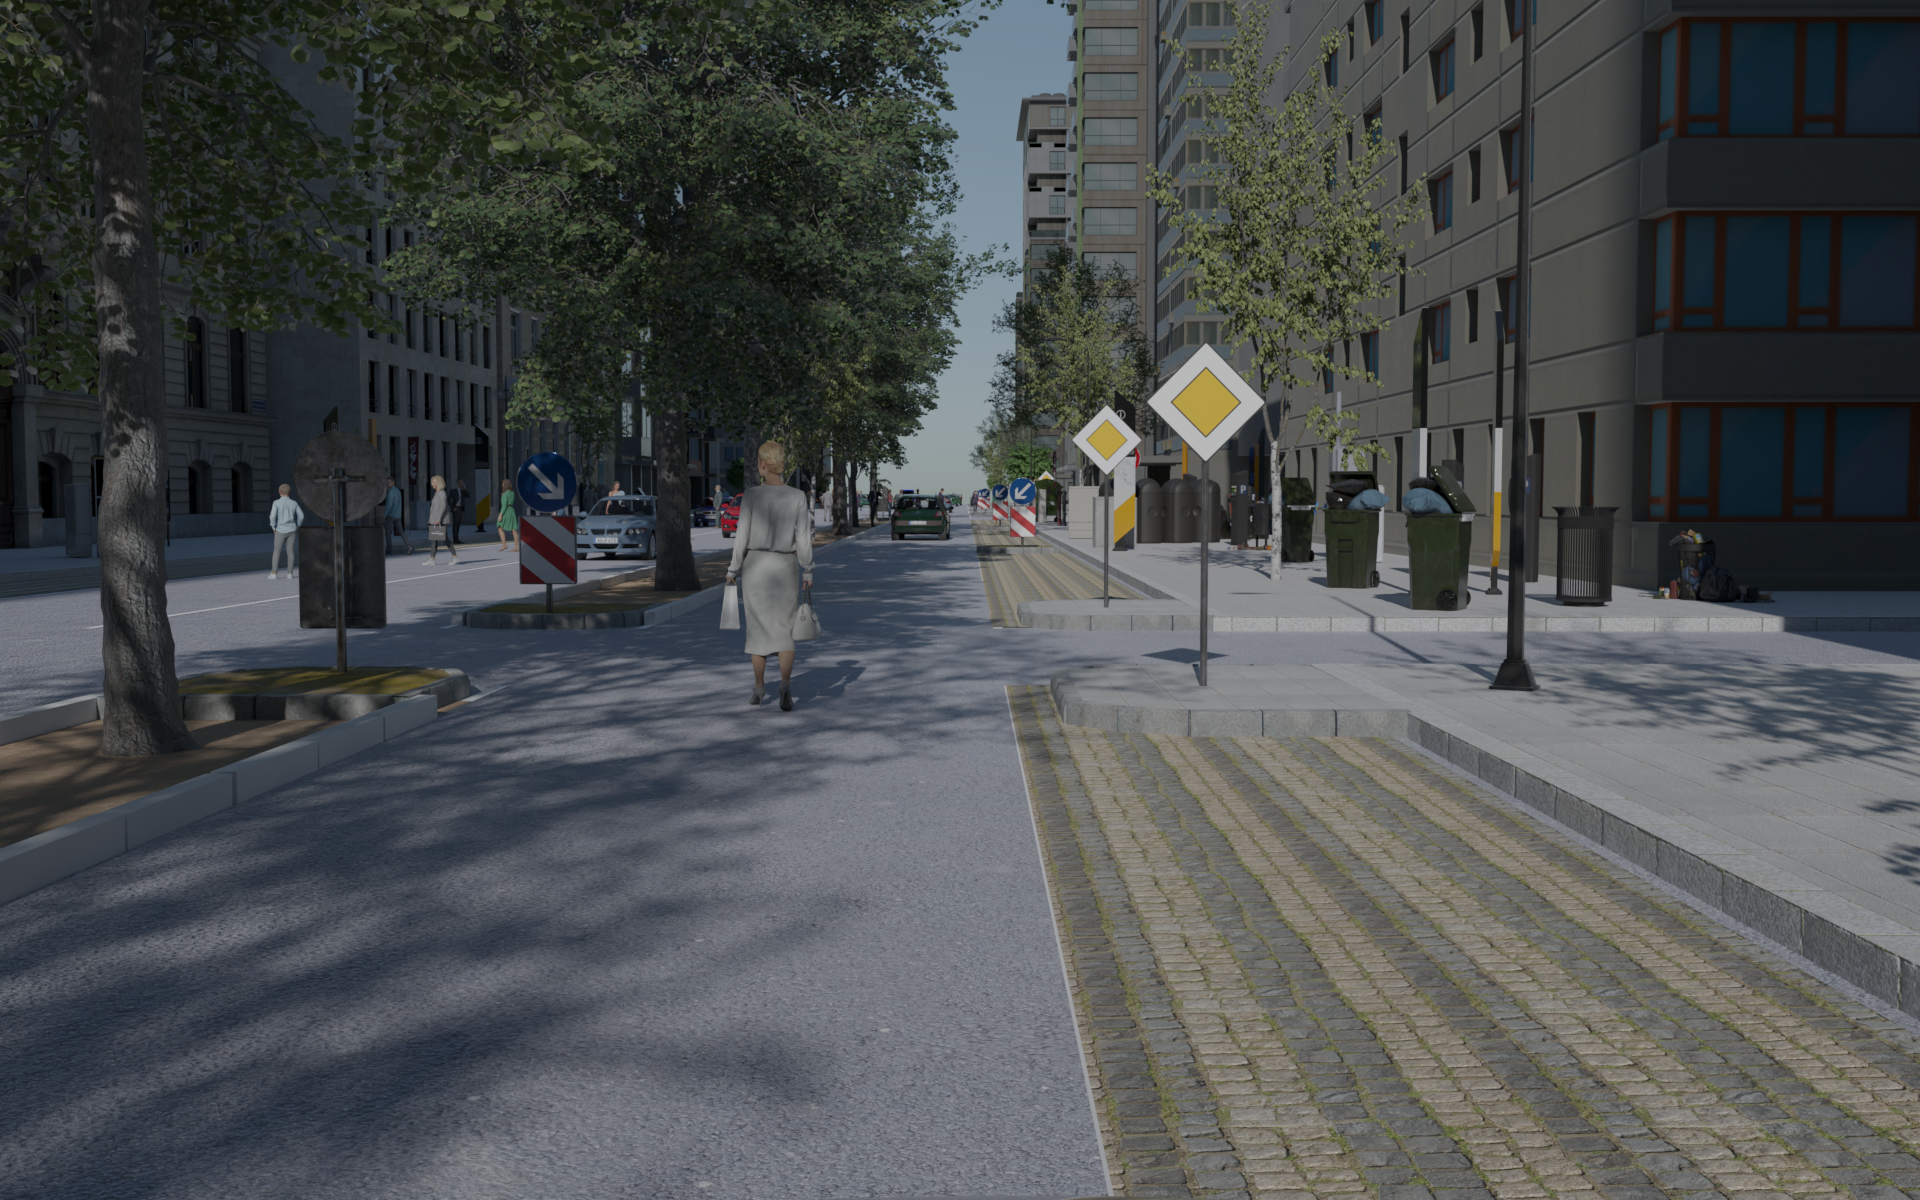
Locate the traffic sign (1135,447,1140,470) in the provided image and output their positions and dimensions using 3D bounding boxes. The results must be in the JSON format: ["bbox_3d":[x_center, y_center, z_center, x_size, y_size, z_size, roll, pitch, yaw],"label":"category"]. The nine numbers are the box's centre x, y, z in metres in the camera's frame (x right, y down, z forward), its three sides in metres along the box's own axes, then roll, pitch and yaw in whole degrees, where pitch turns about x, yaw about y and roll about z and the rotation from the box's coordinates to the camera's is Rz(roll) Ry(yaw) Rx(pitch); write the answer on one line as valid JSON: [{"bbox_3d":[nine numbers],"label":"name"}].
[{"bbox_3d":[4.120,-2.642,43.305,0.768,2.556,0.104,0,4,6],"label":"traffic sign"}]

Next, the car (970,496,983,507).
[{"bbox_3d":[2.044,-11.440,196.829,2.009,1.686,4.222,0,4,2],"label":"car"}]

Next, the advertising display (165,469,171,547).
[{"bbox_3d":[-19.726,-2.256,42.094,0.974,1.923,0.123,-2,4,-32],"label":"advertising display"}]

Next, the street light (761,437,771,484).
[{"bbox_3d":[-15.447,-10.220,139.633,1.470,5.913,1.316,0,4,0],"label":"street light"}]

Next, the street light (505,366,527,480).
[{"bbox_3d":[-15.747,-5.486,62.244,1.470,5.913,1.316,0,4,0],"label":"street light"}]

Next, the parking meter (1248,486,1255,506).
[{"bbox_3d":[8.809,-2.717,52.829,0.372,1.533,0.369,0,3,0],"label":"parking meter"}]

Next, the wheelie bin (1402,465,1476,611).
[{"bbox_3d":[5.304,-0.693,19.237,0.693,1.594,0.980,2,4,30],"label":"wheelie bin"}]

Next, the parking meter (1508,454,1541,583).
[{"bbox_3d":[8.212,-1.193,25.223,0.399,1.863,0.255,3,4,37],"label":"parking meter"}]

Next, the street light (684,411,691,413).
[{"bbox_3d":[-15.635,-7.580,96.468,1.470,5.913,1.316,0,4,0],"label":"street light"}]

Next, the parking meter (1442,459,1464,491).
[{"bbox_3d":[8.381,-1.454,29.483,0.255,1.863,0.399,3,5,42],"label":"parking meter"}]

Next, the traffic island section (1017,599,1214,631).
[{"bbox_3d":[1.670,0.165,19.586,2.009,0.180,2.903,0,4,0],"label":"traffic island section"}]

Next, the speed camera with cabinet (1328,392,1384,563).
[{"bbox_3d":[7.526,-2.358,32.892,0.660,3.252,2.038,0,4,-1],"label":"speed camera with cabinet"}]

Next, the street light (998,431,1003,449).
[{"bbox_3d":[3.492,-9.464,127.277,1.470,5.913,1.316,0,4,0],"label":"street light"}]

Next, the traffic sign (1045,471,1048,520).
[{"bbox_3d":[4.271,-5.170,85.714,0.795,2.450,0.064,1,4,9],"label":"traffic sign"}]

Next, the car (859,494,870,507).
[{"bbox_3d":[-10.009,-10.775,187.967,2.131,1.459,4.920,0,4,1],"label":"car"}]

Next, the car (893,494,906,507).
[{"bbox_3d":[-6.684,-11.351,195.380,2.009,1.686,4.222,0,4,-1],"label":"car"}]

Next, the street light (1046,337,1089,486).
[{"bbox_3d":[3.248,-4.820,51.340,1.470,5.913,1.316,0,4,0],"label":"street light"}]

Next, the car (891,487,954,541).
[{"bbox_3d":[-1.217,-2.741,54.598,2.009,1.686,4.222,0,4,2],"label":"car"}]

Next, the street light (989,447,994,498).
[{"bbox_3d":[3.495,-12.114,170.600,1.470,5.913,1.316,0,4,0],"label":"street light"}]

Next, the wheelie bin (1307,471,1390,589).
[{"bbox_3d":[5.383,-0.965,23.679,0.980,1.594,0.693,2,4,31],"label":"wheelie bin"}]

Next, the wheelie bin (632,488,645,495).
[{"bbox_3d":[-16.237,-4.874,87.597,0.693,1.594,0.980,0,4,1],"label":"wheelie bin"}]

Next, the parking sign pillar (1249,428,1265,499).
[{"bbox_3d":[12.069,-5.012,70.415,1.447,3.967,1.447,1,4,19],"label":"parking sign pillar"}]

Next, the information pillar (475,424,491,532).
[{"bbox_3d":[-15.939,-4.064,57.796,0.504,3.616,0.183,0,4,8],"label":"information pillar"}]

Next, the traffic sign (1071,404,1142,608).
[{"bbox_3d":[1.647,-0.970,19.509,0.795,2.450,0.064,0,4,0],"label":"traffic sign"}]

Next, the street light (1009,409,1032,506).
[{"bbox_3d":[3.337,-7.440,94.178,1.470,5.913,1.316,0,4,0],"label":"street light"}]

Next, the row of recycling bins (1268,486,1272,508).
[{"bbox_3d":[12.150,-3.136,58.386,3.534,1.692,1.069,1,4,19],"label":"row of recycling bins"}]

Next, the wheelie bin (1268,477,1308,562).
[{"bbox_3d":[6.259,-1.518,32.735,0.980,1.594,0.693,-1,4,-18],"label":"wheelie bin"}]

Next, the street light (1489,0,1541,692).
[{"bbox_3d":[3.118,-2.368,11.252,1.470,5.913,1.316,0,4,0],"label":"street light"}]

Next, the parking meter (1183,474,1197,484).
[{"bbox_3d":[6.545,-2.667,49.317,0.255,1.863,0.399,-2,4,-31],"label":"parking meter"}]

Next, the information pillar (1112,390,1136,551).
[{"bbox_3d":[3.680,-2.905,38.856,0.504,3.616,0.183,0,4,3],"label":"information pillar"}]

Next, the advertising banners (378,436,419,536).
[{"bbox_3d":[-17.202,-3.474,52.995,2.074,3.025,0.090,2,4,34],"label":"advertising banners"}]

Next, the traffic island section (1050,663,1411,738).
[{"bbox_3d":[1.648,0.653,11.601,2.009,0.180,2.903,0,4,0],"label":"traffic island section"}]

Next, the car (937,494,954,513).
[{"bbox_3d":[-1.463,-7.379,132.649,2.014,1.417,4.499,0,4,1],"label":"car"}]

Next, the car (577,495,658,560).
[{"bbox_3d":[-7.454,-1.652,39.020,2.014,1.417,4.499,0,4,2],"label":"car"}]

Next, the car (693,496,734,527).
[{"bbox_3d":[-10.784,-3.941,77.021,1.945,1.354,3.894,0,4,0],"label":"car"}]

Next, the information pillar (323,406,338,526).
[{"bbox_3d":[-16.644,-3.337,45.916,0.183,3.616,0.504,1,4,20],"label":"information pillar"}]

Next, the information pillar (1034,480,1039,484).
[{"bbox_3d":[3.925,-5.097,87.836,0.304,2.012,0.304,1,4,18],"label":"information pillar"}]

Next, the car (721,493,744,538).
[{"bbox_3d":[-6.802,-2.979,57.746,2.155,1.783,4.494,0,4,2],"label":"car"}]

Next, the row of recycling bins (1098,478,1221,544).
[{"bbox_3d":[5.269,-2.334,45.272,3.534,1.692,1.069,-2,4,-25],"label":"row of recycling bins"}]

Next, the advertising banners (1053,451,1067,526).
[{"bbox_3d":[4.020,-4.511,69.940,0.090,3.025,2.074,-1,4,-11],"label":"advertising banners"}]

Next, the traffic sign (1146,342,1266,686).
[{"bbox_3d":[1.625,-0.482,11.524,0.795,2.450,0.064,0,4,0],"label":"traffic sign"}]

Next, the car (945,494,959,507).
[{"bbox_3d":[-1.112,-11.487,199.612,2.131,1.459,4.920,0,4,-2],"label":"car"}]

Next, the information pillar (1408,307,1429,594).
[{"bbox_3d":[5.838,-1.875,22.009,0.183,3.616,0.504,0,4,2],"label":"information pillar"}]

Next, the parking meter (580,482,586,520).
[{"bbox_3d":[-18.710,-4.929,86.306,0.399,1.863,0.255,-2,4,-34],"label":"parking meter"}]

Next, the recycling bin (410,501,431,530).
[{"bbox_3d":[-19.136,-3.008,61.734,0.722,1.027,0.722,-3,4,-38],"label":"recycling bin"}]

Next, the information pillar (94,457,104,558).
[{"bbox_3d":[-17.128,-1.851,34.760,0.304,2.012,0.304,0,4,5],"label":"information pillar"}]

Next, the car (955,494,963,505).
[{"bbox_3d":[-0.693,-12.631,218.316,2.131,1.459,4.920,0,4,-1],"label":"car"}]

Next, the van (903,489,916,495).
[{"bbox_3d":[-6.755,-13.473,224.665,2.240,2.365,5.245,0,4,1],"label":"van"}]

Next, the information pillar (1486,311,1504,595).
[{"bbox_3d":[6.820,-1.874,21.992,0.183,3.616,0.504,1,4,13],"label":"information pillar"}]

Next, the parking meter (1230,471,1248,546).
[{"bbox_3d":[6.948,-2.286,43.090,0.399,1.863,0.255,-2,4,-30],"label":"parking meter"}]
